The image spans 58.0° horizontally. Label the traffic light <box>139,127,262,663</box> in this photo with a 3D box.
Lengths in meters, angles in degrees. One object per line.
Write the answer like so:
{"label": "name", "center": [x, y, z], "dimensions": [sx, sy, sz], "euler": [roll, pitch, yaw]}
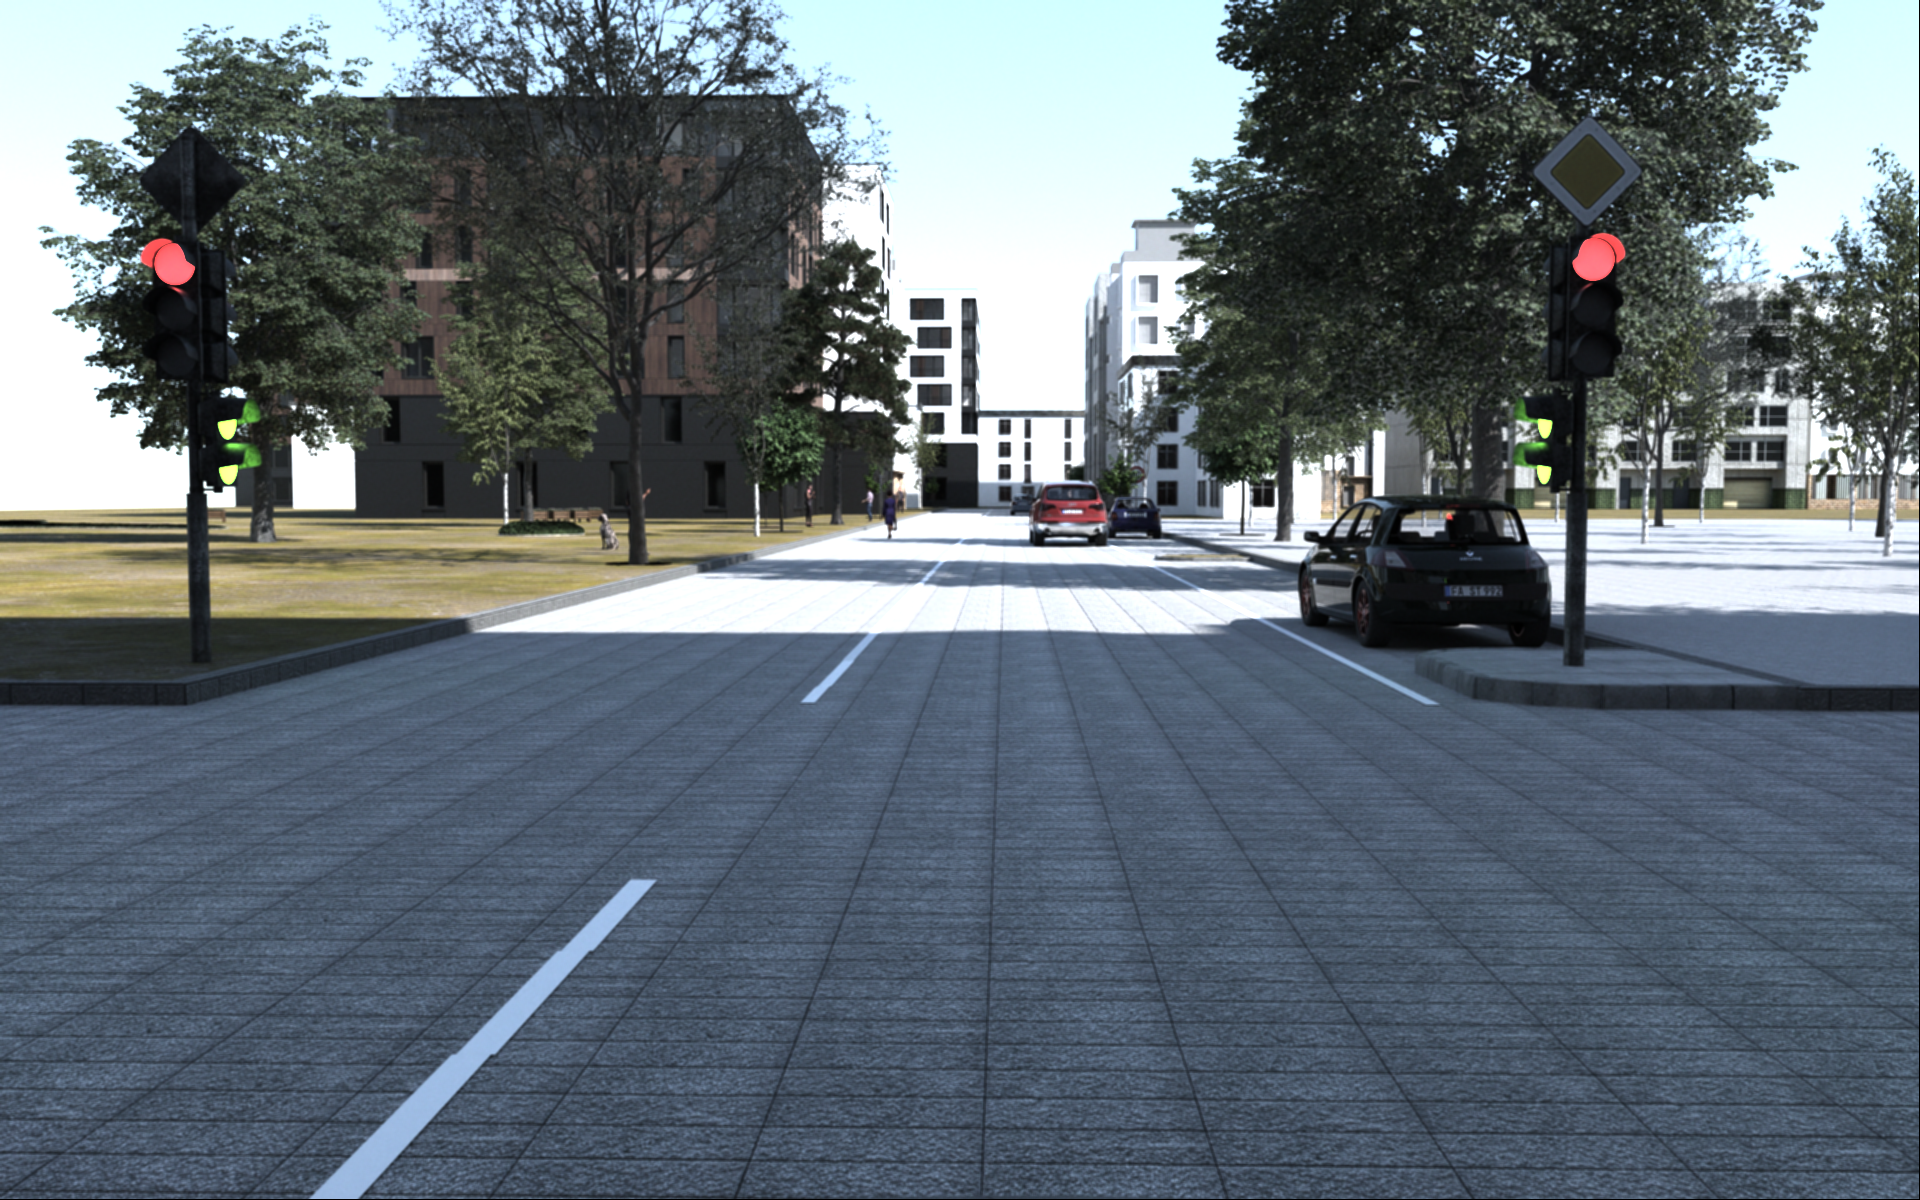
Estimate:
{"label": "traffic light", "center": [-5.781, -1.460, 13.114], "dimensions": [0.839, 4.213, 0.868], "euler": [0, 4, 2]}

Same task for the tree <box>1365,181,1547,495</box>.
{"label": "tree", "center": [16.279, -8.001, 56.570], "dimensions": [9.928, 11.665, 9.643], "euler": [0, 3, 0]}

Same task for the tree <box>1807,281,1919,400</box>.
{"label": "tree", "center": [30.868, -6.672, 59.449], "dimensions": [4.360, 8.622, 3.978], "euler": [0, 3, 0]}

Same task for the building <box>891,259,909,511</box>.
{"label": "building", "center": [-12.165, -17.263, 138.676], "dimensions": [16.016, 20.091, 11.380], "euler": [0, 4, 2]}

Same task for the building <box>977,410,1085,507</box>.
{"label": "building", "center": [15.855, -14.369, 177.077], "dimensions": [28.070, 9.664, 9.099], "euler": [0, 4, 2]}

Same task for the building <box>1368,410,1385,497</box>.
{"label": "building", "center": [55.316, -14.362, 176.965], "dimensions": [28.070, 9.664, 9.099], "euler": [0, 4, 2]}

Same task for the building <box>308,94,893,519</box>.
{"label": "building", "center": [-19.036, -15.991, 105.427], "dimensions": [27.936, 21.610, 32.646], "euler": [0, 4, 2]}

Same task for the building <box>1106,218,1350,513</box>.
{"label": "building", "center": [18.673, -16.398, 124.526], "dimensions": [16.016, 20.091, 11.380], "euler": [0, 4, 2]}

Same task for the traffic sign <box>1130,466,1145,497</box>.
{"label": "traffic sign", "center": [8.076, -4.847, 79.350], "dimensions": [0.768, 2.556, 0.104], "euler": [0, 4, 2]}

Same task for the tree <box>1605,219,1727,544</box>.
{"label": "tree", "center": [17.609, -5.761, 44.562], "dimensions": [4.737, 8.622, 4.395], "euler": [0, 3, 0]}

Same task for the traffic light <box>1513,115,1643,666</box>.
{"label": "traffic light", "center": [4.577, -1.444, 12.856], "dimensions": [0.839, 4.213, 0.868], "euler": [0, 4, 2]}

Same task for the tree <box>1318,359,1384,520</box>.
{"label": "tree", "center": [18.475, -8.172, 83.979], "dimensions": [4.360, 8.622, 3.978], "euler": [0, 3, 0]}

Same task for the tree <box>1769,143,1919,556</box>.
{"label": "tree", "center": [19.067, -5.215, 35.631], "dimensions": [4.737, 8.622, 4.395], "euler": [0, 3, 0]}

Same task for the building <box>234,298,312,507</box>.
{"label": "building", "center": [-58.256, -21.051, 188.160], "dimensions": [32.646, 21.610, 27.936], "euler": [0, 4, 2]}

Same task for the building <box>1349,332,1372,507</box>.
{"label": "building", "center": [35.688, -19.826, 180.579], "dimensions": [11.380, 20.091, 16.016], "euler": [0, 4, 2]}

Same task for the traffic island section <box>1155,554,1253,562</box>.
{"label": "traffic island section", "center": [5.275, -0.914, 37.804], "dimensions": [1.991, 0.108, 1.994], "euler": [0, 4, 2]}

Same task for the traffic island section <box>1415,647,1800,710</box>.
{"label": "traffic island section", "center": [4.617, 0.570, 12.967], "dimensions": [2.009, 0.180, 2.903], "euler": [0, 4, 2]}

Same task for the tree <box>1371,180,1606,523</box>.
{"label": "tree", "center": [11.449, -5.421, 38.993], "dimensions": [4.737, 8.622, 4.395], "euler": [0, 3, 0]}

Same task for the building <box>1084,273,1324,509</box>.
{"label": "building", "center": [19.658, -17.150, 146.856], "dimensions": [16.747, 18.905, 31.486], "euler": [0, 4, 2]}

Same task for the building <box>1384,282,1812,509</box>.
{"label": "building", "center": [55.313, -17.548, 153.361], "dimensions": [31.486, 18.905, 16.747], "euler": [0, 4, 2]}

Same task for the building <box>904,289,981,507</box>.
{"label": "building", "center": [-14.241, -20.979, 186.981], "dimensions": [32.646, 21.610, 27.936], "euler": [0, 4, 2]}

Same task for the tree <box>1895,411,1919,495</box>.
{"label": "tree", "center": [52.250, -6.948, 76.500], "dimensions": [20.602, 7.101, 11.467], "euler": [3, 4, 37]}

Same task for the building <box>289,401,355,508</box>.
{"label": "building", "center": [-46.352, -13.357, 160.527], "dimensions": [28.070, 9.664, 9.099], "euler": [0, 4, 2]}

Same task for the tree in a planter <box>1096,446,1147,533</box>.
{"label": "tree in a planter", "center": [5.987, -4.124, 64.642], "dimensions": [1.991, 3.239, 1.994], "euler": [0, 4, 2]}

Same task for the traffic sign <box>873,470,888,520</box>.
{"label": "traffic sign", "center": [-3.956, -5.271, 86.290], "dimensions": [0.768, 2.556, 0.104], "euler": [0, 4, 3]}

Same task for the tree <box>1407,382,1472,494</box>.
{"label": "tree", "center": [23.743, -8.241, 85.103], "dimensions": [4.360, 8.622, 3.978], "euler": [0, 3, 0]}

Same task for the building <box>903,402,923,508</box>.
{"label": "building", "center": [-17.646, -13.275, 159.189], "dimensions": [28.070, 9.664, 9.099], "euler": [0, 4, 2]}

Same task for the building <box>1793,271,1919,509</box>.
{"label": "building", "center": [77.499, -18.188, 153.791], "dimensions": [11.380, 20.091, 16.016], "euler": [0, 4, 2]}

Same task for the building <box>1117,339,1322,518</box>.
{"label": "building", "center": [14.906, -9.939, 104.649], "dimensions": [9.099, 9.664, 28.070], "euler": [0, 4, 2]}

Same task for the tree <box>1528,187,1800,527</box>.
{"label": "tree", "center": [27.190, -9.599, 67.308], "dimensions": [12.009, 13.543, 11.850], "euler": [0, 3, 0]}

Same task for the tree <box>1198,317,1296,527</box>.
{"label": "tree", "center": [11.153, -7.100, 66.440], "dimensions": [4.737, 8.622, 4.395], "euler": [0, 3, 0]}
